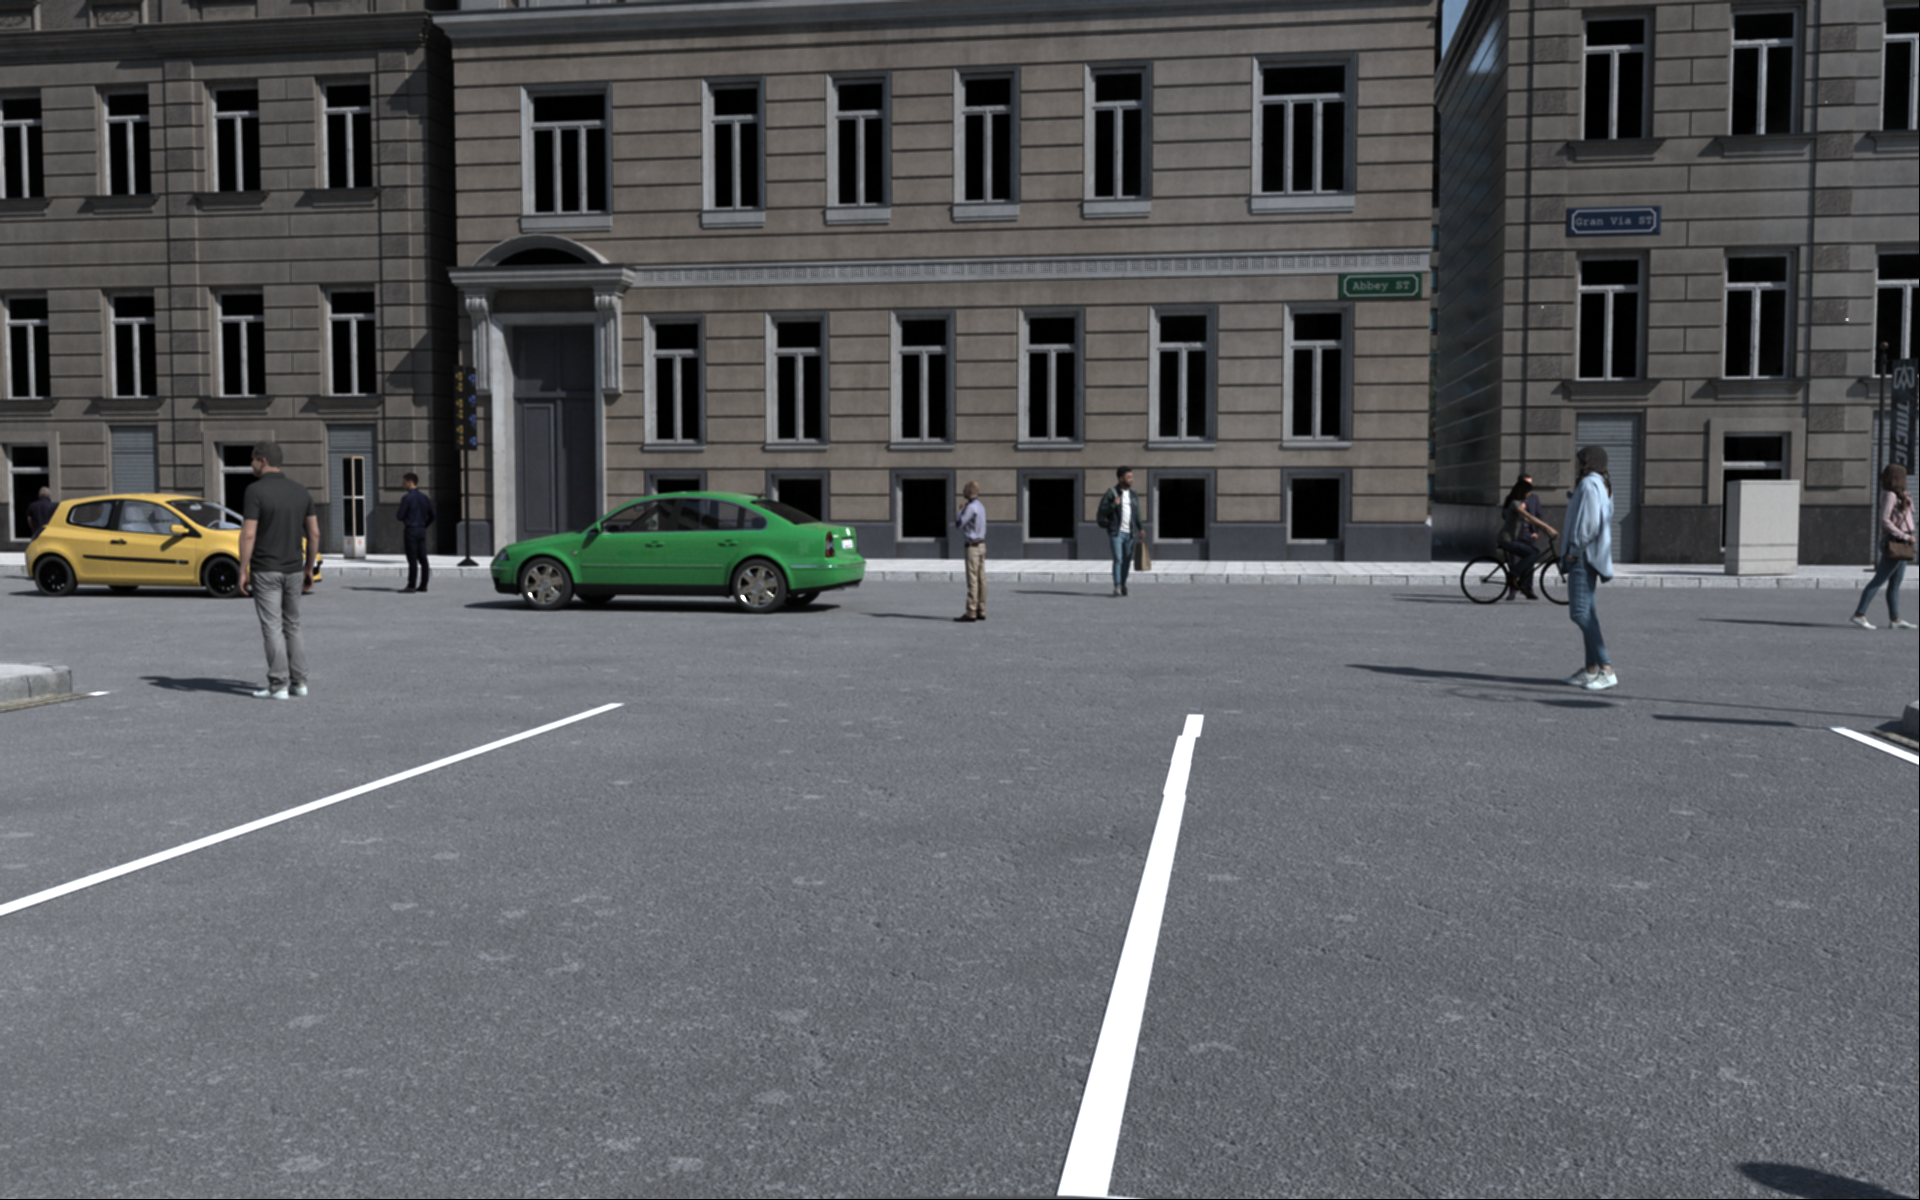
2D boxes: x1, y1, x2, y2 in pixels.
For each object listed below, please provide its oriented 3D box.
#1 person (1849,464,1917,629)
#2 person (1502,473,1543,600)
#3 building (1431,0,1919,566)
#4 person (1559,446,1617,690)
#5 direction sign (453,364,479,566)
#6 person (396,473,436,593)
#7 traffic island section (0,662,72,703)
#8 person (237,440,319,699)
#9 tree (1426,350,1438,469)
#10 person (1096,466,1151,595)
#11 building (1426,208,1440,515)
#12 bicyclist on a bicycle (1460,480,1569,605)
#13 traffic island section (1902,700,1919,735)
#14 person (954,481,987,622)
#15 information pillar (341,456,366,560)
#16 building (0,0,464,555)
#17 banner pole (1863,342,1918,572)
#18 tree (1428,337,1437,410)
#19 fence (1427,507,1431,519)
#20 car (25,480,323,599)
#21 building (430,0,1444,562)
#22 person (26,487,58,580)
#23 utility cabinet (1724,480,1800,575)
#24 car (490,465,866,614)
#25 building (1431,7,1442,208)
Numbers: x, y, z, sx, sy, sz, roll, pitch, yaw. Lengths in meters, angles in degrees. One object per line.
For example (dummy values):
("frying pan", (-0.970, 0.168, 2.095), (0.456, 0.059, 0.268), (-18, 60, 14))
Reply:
("person", (9.836, -0.570, 18.405), (0.643, 1.750, 0.593), (2, 4, 27))
("person", (7.605, -0.858, 23.446), (0.541, 1.710, 0.530), (1, 4, 11))
("building", (22.790, -14.528, 34.802), (25.104, 27.353, 12.463), (1, 4, 9))
("person", (4.716, -0.256, 12.946), (0.793, 1.790, 0.793), (0, 4, -7))
("direction sign", (-8.769, -2.371, 30.762), (0.379, 3.537, 0.876), (0, 4, 8))
("person", (-8.008, -0.984, 25.289), (0.504, 1.737, 0.576), (1, 4, 14))
("traffic island section", (-7.550, 0.642, 11.789), (2.009, 0.180, 2.903), (1, 4, 9))
("person", (-4.820, -0.219, 12.206), (0.434, 1.807, 0.598), (3, 5, 43))
("tree", (23.316, -8.419, 88.011), (4.360, 8.622, 3.978), (0, 3, 0))
("person", (2.318, -0.962, 24.216), (0.794, 1.824, 0.713), (-1, 4, -9))
("building", (43.981, -16.631, 116.955), (27.650, 21.520, 28.899), (1, 4, 9))
("bicyclist on a bicycle", (7.312, -0.757, 22.397), (1.625, 1.676, 1.499), (1, 4, 9))
("traffic island section", (6.552, 0.784, 9.470), (2.009, 0.180, 2.903), (1, 4, 9))
("person", (0.123, -0.550, 19.554), (0.319, 1.574, 0.516), (2, 4, 28))
("information pillar", (-11.901, -1.804, 33.995), (0.304, 2.012, 0.304), (2, 4, 26))
("building", (-22.043, -15.036, 43.110), (25.104, 27.353, 12.463), (1, 4, 9))
("banner pole", (15.280, -2.345, 28.363), (0.401, 3.779, 0.863), (-2, 4, -24))
("tree", (23.917, -10.632, 99.591), (9.928, 11.665, 9.643), (0, 3, 0))
("fence", (21.296, -3.867, 78.601), (0.278, 0.683, 2.069), (-1, 4, -18))
("car", (-11.134, -0.884, 24.674), (3.980, 1.641, 2.015), (1, 4, 9))
("building", (0.253, -15.499, 39.313), (20.117, 28.700, 13.634), (1, 4, 9))
("person", (-15.341, -1.111, 28.867), (0.569, 1.553, 0.471), (2, 4, 29))
("utility cabinet", (12.642, -1.140, 27.312), (1.173, 1.500, 0.318), (-1, 4, -19))
("car", (-3.567, -0.791, 21.732), (4.718, 1.807, 1.959), (1, 4, 11))
("building", (46.714, -29.993, 145.013), (22.147, 44.769, 28.867), (1, 4, 9))
